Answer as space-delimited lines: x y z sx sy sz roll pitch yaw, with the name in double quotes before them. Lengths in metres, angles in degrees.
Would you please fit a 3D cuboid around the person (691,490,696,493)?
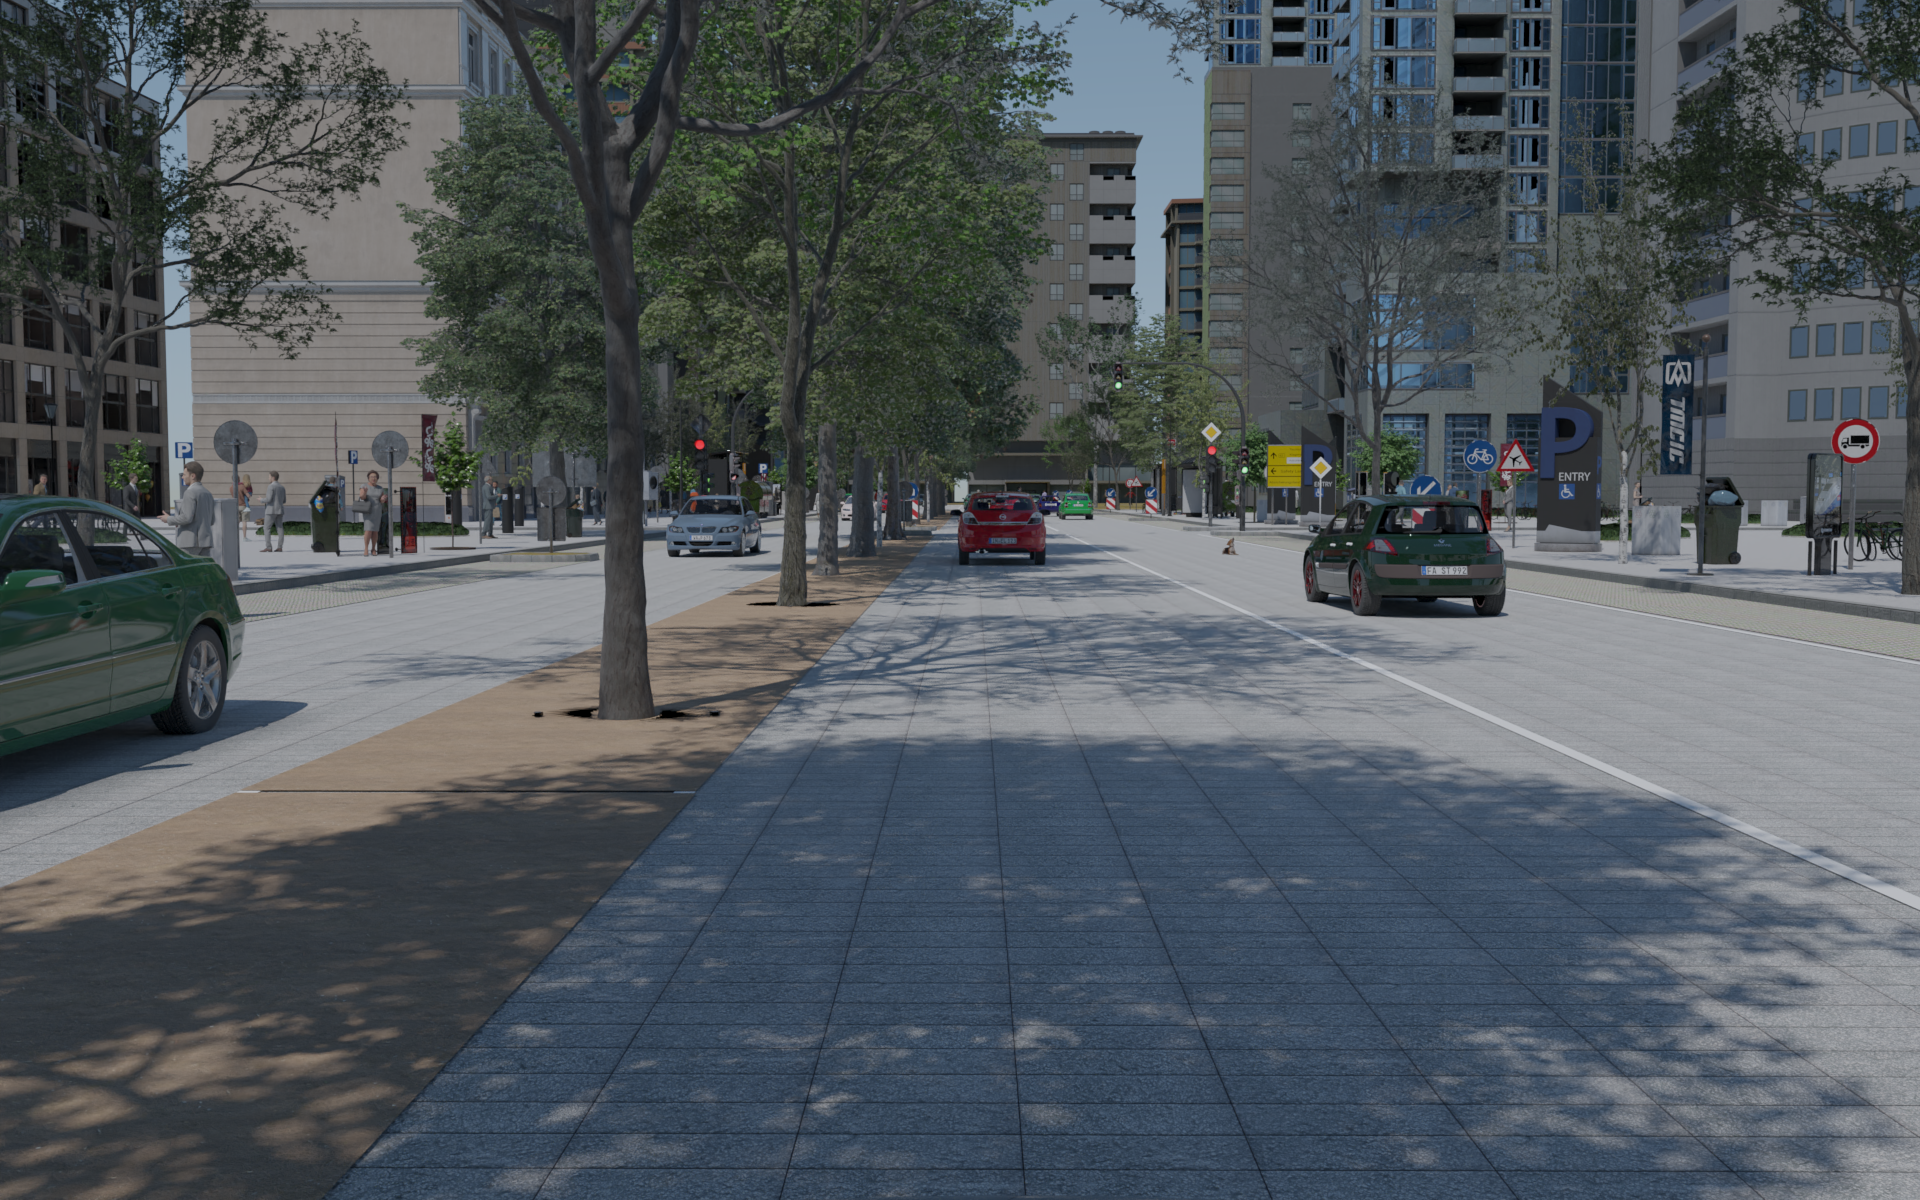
"person" -13.129 -4.837 85.477 0.444 1.785 0.601 0 4 -8

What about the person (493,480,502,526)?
"person" -18.439 -3.847 68.927 0.713 1.824 0.794 -2 4 -24

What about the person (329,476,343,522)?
"person" -17.799 -2.608 49.024 0.601 1.785 0.444 1 4 12

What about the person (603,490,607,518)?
"person" -18.816 -5.288 92.857 0.623 1.781 0.721 -1 4 -11

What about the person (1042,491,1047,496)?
"person" 9.894 -11.939 203.577 0.709 1.838 0.599 -1 4 -19

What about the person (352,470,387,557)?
"person" -12.129 -1.785 35.590 0.716 1.782 0.532 -3 5 -40

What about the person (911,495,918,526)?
"person" -2.029 -3.865 71.879 0.709 1.800 0.728 -2 4 -30

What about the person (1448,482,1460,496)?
"person" 21.494 -4.209 75.044 0.721 1.800 0.419 3 4 36

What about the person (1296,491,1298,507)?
"person" 21.866 -6.542 113.235 0.478 1.798 0.641 1 4 17

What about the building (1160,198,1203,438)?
"building" 42.102 -36.261 247.496 28.867 44.769 22.147 0 4 0

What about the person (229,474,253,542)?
"person" -19.386 -2.495 46.803 0.580 1.828 0.573 -3 4 -37

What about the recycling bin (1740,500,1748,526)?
"recycling bin" 31.235 -3.499 69.768 0.722 1.027 0.722 -3 5 -40

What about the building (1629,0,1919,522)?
"building" 51.300 -33.283 86.181 28.212 58.520 21.231 0 4 0

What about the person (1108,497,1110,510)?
"person" 11.925 -7.750 137.770 0.382 1.210 0.505 -2 4 -27

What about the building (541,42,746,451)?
"building" -33.251 -31.593 171.177 22.147 44.769 28.867 0 4 0

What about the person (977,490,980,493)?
"person" 1.544 -7.974 139.360 0.782 1.767 0.515 -1 4 -14

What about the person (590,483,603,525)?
"person" -14.906 -3.957 71.162 0.534 1.772 0.576 0 4 -4

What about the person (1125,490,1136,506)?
"person" 19.147 -11.512 194.209 1.348 1.831 0.705 0 4 6

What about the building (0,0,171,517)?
"building" -62.077 -17.368 88.487 34.151 26.468 19.350 0 4 0

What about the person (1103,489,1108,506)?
"person" 16.026 -11.252 190.027 0.705 1.823 1.348 -1 4 -19

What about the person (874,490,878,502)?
"person" -7.191 -8.689 150.521 0.705 1.831 1.348 -2 4 -28

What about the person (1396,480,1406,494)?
"person" 17.315 -3.813 68.247 0.748 1.841 0.638 -1 4 -10

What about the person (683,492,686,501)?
"person" -20.229 -7.333 126.284 0.601 1.785 0.444 -1 4 -18

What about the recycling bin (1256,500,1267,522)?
"recycling bin" 14.100 -4.134 80.150 0.722 1.027 0.722 0 4 7

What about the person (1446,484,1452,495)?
"person" 22.271 -4.415 78.978 0.760 1.731 0.466 1 4 10

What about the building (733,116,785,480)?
"building" -28.193 -33.665 200.526 14.200 45.320 14.600 0 4 0

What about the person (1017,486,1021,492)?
"person" 3.612 -5.832 103.219 0.648 1.900 0.474 3 5 40

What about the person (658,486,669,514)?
"person" -19.155 -6.585 113.925 1.509 1.804 0.699 -1 4 -10

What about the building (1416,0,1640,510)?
"building" 35.651 -49.699 125.243 22.319 86.520 31.000 0 4 0

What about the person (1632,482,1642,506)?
"person" 27.343 -3.885 69.900 0.374 1.781 0.599 2 4 26

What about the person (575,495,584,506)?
"person" -18.228 -4.419 82.974 0.332 1.250 0.352 3 4 36

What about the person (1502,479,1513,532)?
"person" 18.553 -3.207 58.748 0.573 1.790 0.520 -2 4 -25

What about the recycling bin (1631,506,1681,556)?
"recycling bin" 14.691 -1.467 36.542 0.722 1.027 0.722 -2 4 -33

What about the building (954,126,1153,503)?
"building" 13.368 -40.445 250.513 27.495 52.752 28.713 0 4 0

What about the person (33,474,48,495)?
"person" -26.056 -2.637 49.063 0.836 1.842 0.656 -3 4 -36

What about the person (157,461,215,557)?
"person" -8.703 -0.662 19.524 0.583 1.804 0.606 0 4 -1

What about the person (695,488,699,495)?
"person" -20.237 -7.688 132.098 0.716 1.782 0.532 0 4 -4

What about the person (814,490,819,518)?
"person" -7.938 -5.440 97.795 0.694 1.780 0.624 0 4 0

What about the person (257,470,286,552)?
"person" -15.242 -1.963 38.339 0.583 1.804 0.606 1 4 11

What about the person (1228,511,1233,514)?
"person" 17.315 -6.385 110.621 0.419 1.800 0.721 -1 4 -19

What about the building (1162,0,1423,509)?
"building" 35.346 -53.696 190.603 22.319 86.520 31.000 0 4 0

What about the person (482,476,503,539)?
"person" -13.430 -2.656 49.644 0.590 1.801 0.661 -2 4 -24

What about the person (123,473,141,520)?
"person" -22.697 -2.557 47.632 0.755 1.850 0.659 0 4 6

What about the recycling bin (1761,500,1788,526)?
"recycling bin" 32.445 -3.453 69.006 0.722 1.027 0.722 -2 4 -31

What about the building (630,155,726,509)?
"building" -28.341 -23.145 150.129 14.160 30.474 14.107 0 4 0

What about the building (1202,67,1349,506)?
"building" 30.560 -29.720 169.511 14.154 41.232 14.086 0 4 0

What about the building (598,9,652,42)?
"building" -46.591 -46.406 196.996 20.611 71.187 20.563 0 4 0

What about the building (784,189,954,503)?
"building" -14.660 -40.494 251.321 27.495 52.752 28.713 0 4 0
